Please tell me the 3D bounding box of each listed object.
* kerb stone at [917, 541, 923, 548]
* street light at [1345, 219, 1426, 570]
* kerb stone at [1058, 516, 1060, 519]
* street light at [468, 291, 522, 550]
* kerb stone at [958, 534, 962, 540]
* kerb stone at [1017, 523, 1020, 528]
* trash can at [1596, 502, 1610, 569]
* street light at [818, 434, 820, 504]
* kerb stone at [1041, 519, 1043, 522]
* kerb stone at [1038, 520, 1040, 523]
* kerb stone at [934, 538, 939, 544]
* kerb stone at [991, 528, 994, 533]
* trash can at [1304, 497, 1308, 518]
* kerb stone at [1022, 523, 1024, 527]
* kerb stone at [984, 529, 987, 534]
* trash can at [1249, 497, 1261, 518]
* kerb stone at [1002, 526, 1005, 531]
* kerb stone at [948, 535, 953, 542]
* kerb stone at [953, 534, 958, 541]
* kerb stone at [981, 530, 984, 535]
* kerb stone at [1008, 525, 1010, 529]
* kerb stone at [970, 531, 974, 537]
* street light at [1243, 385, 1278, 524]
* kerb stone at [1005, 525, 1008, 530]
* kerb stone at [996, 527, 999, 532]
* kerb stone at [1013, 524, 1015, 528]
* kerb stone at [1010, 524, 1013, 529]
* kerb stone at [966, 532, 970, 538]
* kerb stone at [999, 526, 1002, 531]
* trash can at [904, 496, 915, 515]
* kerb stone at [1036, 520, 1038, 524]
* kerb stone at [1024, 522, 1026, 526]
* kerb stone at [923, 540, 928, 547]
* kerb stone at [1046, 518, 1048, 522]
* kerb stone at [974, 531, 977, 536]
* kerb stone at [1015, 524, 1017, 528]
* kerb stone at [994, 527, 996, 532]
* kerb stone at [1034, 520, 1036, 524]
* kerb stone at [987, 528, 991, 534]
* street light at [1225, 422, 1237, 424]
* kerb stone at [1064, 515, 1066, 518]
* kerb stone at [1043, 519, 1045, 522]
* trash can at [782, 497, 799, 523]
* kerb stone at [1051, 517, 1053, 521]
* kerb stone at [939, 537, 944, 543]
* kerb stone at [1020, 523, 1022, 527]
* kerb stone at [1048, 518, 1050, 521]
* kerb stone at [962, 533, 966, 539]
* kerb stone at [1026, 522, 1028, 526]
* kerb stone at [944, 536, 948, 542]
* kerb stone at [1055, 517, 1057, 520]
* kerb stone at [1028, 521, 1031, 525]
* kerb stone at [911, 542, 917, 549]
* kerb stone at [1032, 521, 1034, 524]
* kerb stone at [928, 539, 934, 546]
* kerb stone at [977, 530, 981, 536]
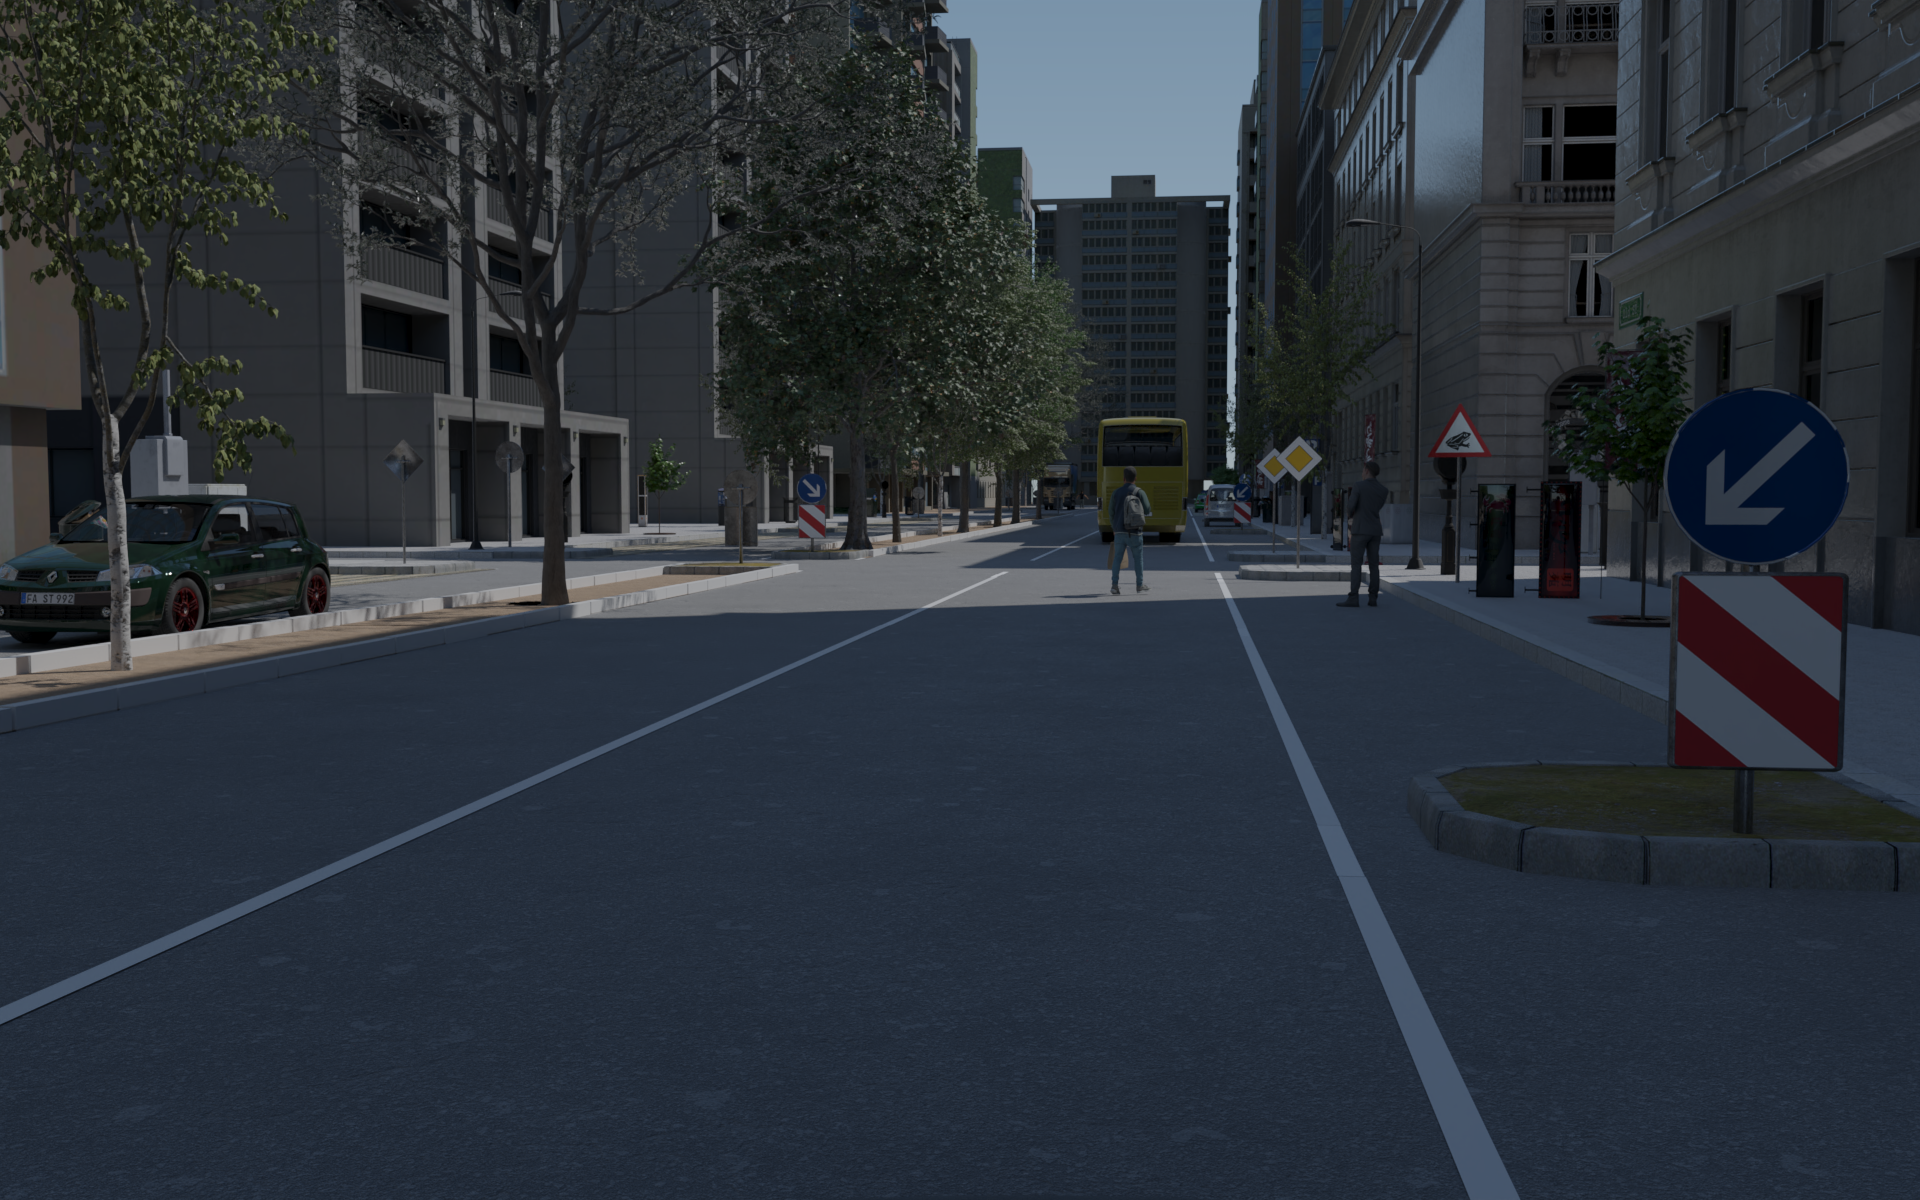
[{"bbox_3d":[-1.192,-1.452,46.082,0.120,0.150,1.000,0,4,7],"label":"kerb stone"},{"bbox_3d":[7.218,-3.477,29.388,1.470,5.913,1.316,0,4,7],"label":"street light"},{"bbox_3d":[5.335,-4.570,96.967,0.120,0.150,1.000,0,4,7],"label":"kerb stone"},{"bbox_3d":[-10.649,-4.113,39.789,1.470,5.913,1.316,0,4,7],"label":"street light"},{"bbox_3d":[-0.145,-1.960,54.236,0.120,0.150,1.000,0,4,7],"label":"kerb stone"},{"bbox_3d":[2.333,-3.141,73.548,0.120,0.150,1.000,0,4,7],"label":"kerb stone"},{"bbox_3d":[11.257,-1.098,29.601,0.748,1.137,0.748,0,3,0],"label":"trash can"},{"bbox_3d":[-5.803,-6.419,77.484,1.470,5.913,1.316,0,4,7],"label":"street light"},{"bbox_3d":[3.898,-3.878,85.774,0.120,0.150,1.000,0,4,7],"label":"kerb stone"},{"bbox_3d":[3.642,-3.757,83.733,0.120,0.150,1.000,0,4,7],"label":"kerb stone"},{"bbox_3d":[-0.803,-1.648,49.134,0.120,0.150,1.000,0,4,7],"label":"kerb stone"},{"bbox_3d":[1.023,-2.520,63.392,0.120,0.150,1.000,0,4,7],"label":"kerb stone"},{"bbox_3d":[18.256,-4.956,92.680,0.748,1.137,0.748,0,3,0],"label":"trash can"},{"bbox_3d":[2.589,-3.265,75.586,0.120,0.150,1.000,0,4,7],"label":"kerb stone"},{"bbox_3d":[0.761,-2.392,61.362,0.120,0.150,1.000,0,4,7],"label":"kerb stone"},{"bbox_3d":[16.146,-5.084,94.779,0.748,1.137,0.748,0,3,0],"label":"trash can"},{"bbox_3d":[1.551,-2.768,67.447,0.120,0.150,1.000,0,4,7],"label":"kerb stone"},{"bbox_3d":[-0.414,-1.835,52.194,0.120,0.150,1.000,0,4,7],"label":"kerb stone"},{"bbox_3d":[-0.273,-1.898,53.222,0.120,0.150,1.000,0,4,7],"label":"kerb stone"},{"bbox_3d":[0.637,-2.333,60.341,0.120,0.150,1.000,0,4,7],"label":"kerb stone"},{"bbox_3d":[1.797,-2.892,69.485,0.120,0.150,1.000,0,4,7],"label":"kerb stone"},{"bbox_3d":[0.248,-2.143,57.287,0.120,0.150,1.000,0,4,7],"label":"kerb stone"},{"bbox_3d":[12.913,-6.177,73.534,1.470,5.913,1.316,0,4,7],"label":"street light"},{"bbox_3d":[1.683,-2.830,68.461,0.120,0.150,1.000,0,4,7],"label":"kerb stone"},{"bbox_3d":[1.284,-2.642,65.420,0.120,0.150,1.000,0,4,7],"label":"kerb stone"},{"bbox_3d":[2.067,-3.017,71.519,0.120,0.150,1.000,0,4,7],"label":"kerb stone"},{"bbox_3d":[1.934,-2.953,70.499,0.120,0.150,1.000,0,4,7],"label":"kerb stone"},{"bbox_3d":[0.112,-2.084,56.269,0.120,0.150,1.000,0,4,7],"label":"kerb stone"},{"bbox_3d":[1.417,-2.706,66.434,0.120,0.150,1.000,0,4,7],"label":"kerb stone"},{"bbox_3d":[-3.016,-5.665,104.270,0.748,1.137,0.748,0,3,0],"label":"trash can"},{"bbox_3d":[3.509,-3.701,82.713,0.120,0.150,1.000,0,4,7],"label":"kerb stone"},{"bbox_3d":[2.720,-3.323,76.605,0.120,0.150,1.000,0,4,7],"label":"kerb stone"},{"bbox_3d":[-1.061,-1.521,47.095,0.120,0.150,1.000,0,4,7],"label":"kerb stone"},{"bbox_3d":[4.292,-4.069,88.832,0.120,0.150,1.000,0,4,7],"label":"kerb stone"},{"bbox_3d":[0.366,-2.208,58.303,0.120,0.150,1.000,0,4,7],"label":"kerb stone"},{"bbox_3d":[2.195,-3.076,72.535,0.120,0.150,1.000,0,4,7],"label":"kerb stone"},{"bbox_3d":[1.150,-2.580,64.407,0.120,0.150,1.000,0,4,7],"label":"kerb stone"},{"bbox_3d":[3.371,-3.637,81.695,0.120,0.150,1.000,0,4,7],"label":"kerb stone"},{"bbox_3d":[0.895,-2.450,62.376,0.120,0.150,1.000,0,4,7],"label":"kerb stone"},{"bbox_3d":[17.779,-8.513,111.722,1.470,5.913,1.316,0,4,7],"label":"street light"},{"bbox_3d":[5.986,-4.884,102.060,0.120,0.150,1.000,0,4,7],"label":"kerb stone"},{"bbox_3d":[4.033,-3.951,86.798,0.120,0.150,1.000,0,4,7],"label":"kerb stone"},{"bbox_3d":[-7.462,-3.951,76.246,0.748,1.137,0.748,0,3,0],"label":"trash can"},{"bbox_3d":[4.687,-4.259,91.887,0.120,0.150,1.000,0,4,7],"label":"kerb stone"},{"bbox_3d":[-0.674,-1.707,50.153,0.120,0.150,1.000,0,4,7],"label":"kerb stone"},{"bbox_3d":[2.471,-3.203,74.562,0.120,0.150,1.000,0,4,7],"label":"kerb stone"},{"bbox_3d":[4.423,-4.137,89.845,0.120,0.150,1.000,0,4,7],"label":"kerb stone"},{"bbox_3d":[-0.011,-2.022,55.252,0.120,0.150,1.000,0,4,7],"label":"kerb stone"},{"bbox_3d":[2.851,-3.390,77.627,0.120,0.150,1.000,0,4,7],"label":"kerb stone"},{"bbox_3d":[-0.545,-1.772,51.167,0.120,0.150,1.000,0,4,7],"label":"kerb stone"},{"bbox_3d":[5.075,-4.449,94.937,0.120,0.150,1.000,0,4,7],"label":"kerb stone"},{"bbox_3d":[2.988,-3.450,78.640,0.120,0.150,1.000,0,4,7],"label":"kerb stone"},{"bbox_3d":[-1.325,-1.399,45.068,0.120,0.150,1.000,0,4,7],"label":"kerb stone"},{"bbox_3d":[3.247,-3.577,80.680,0.120,0.150,1.000,0,4,7],"label":"kerb stone"},{"bbox_3d":[-0.936,-1.585,48.114,0.120,0.150,1.000,0,4,7],"label":"kerb stone"},{"bbox_3d":[0.501,-2.271,59.321,0.120,0.150,1.000,0,4,7],"label":"kerb stone"}]
